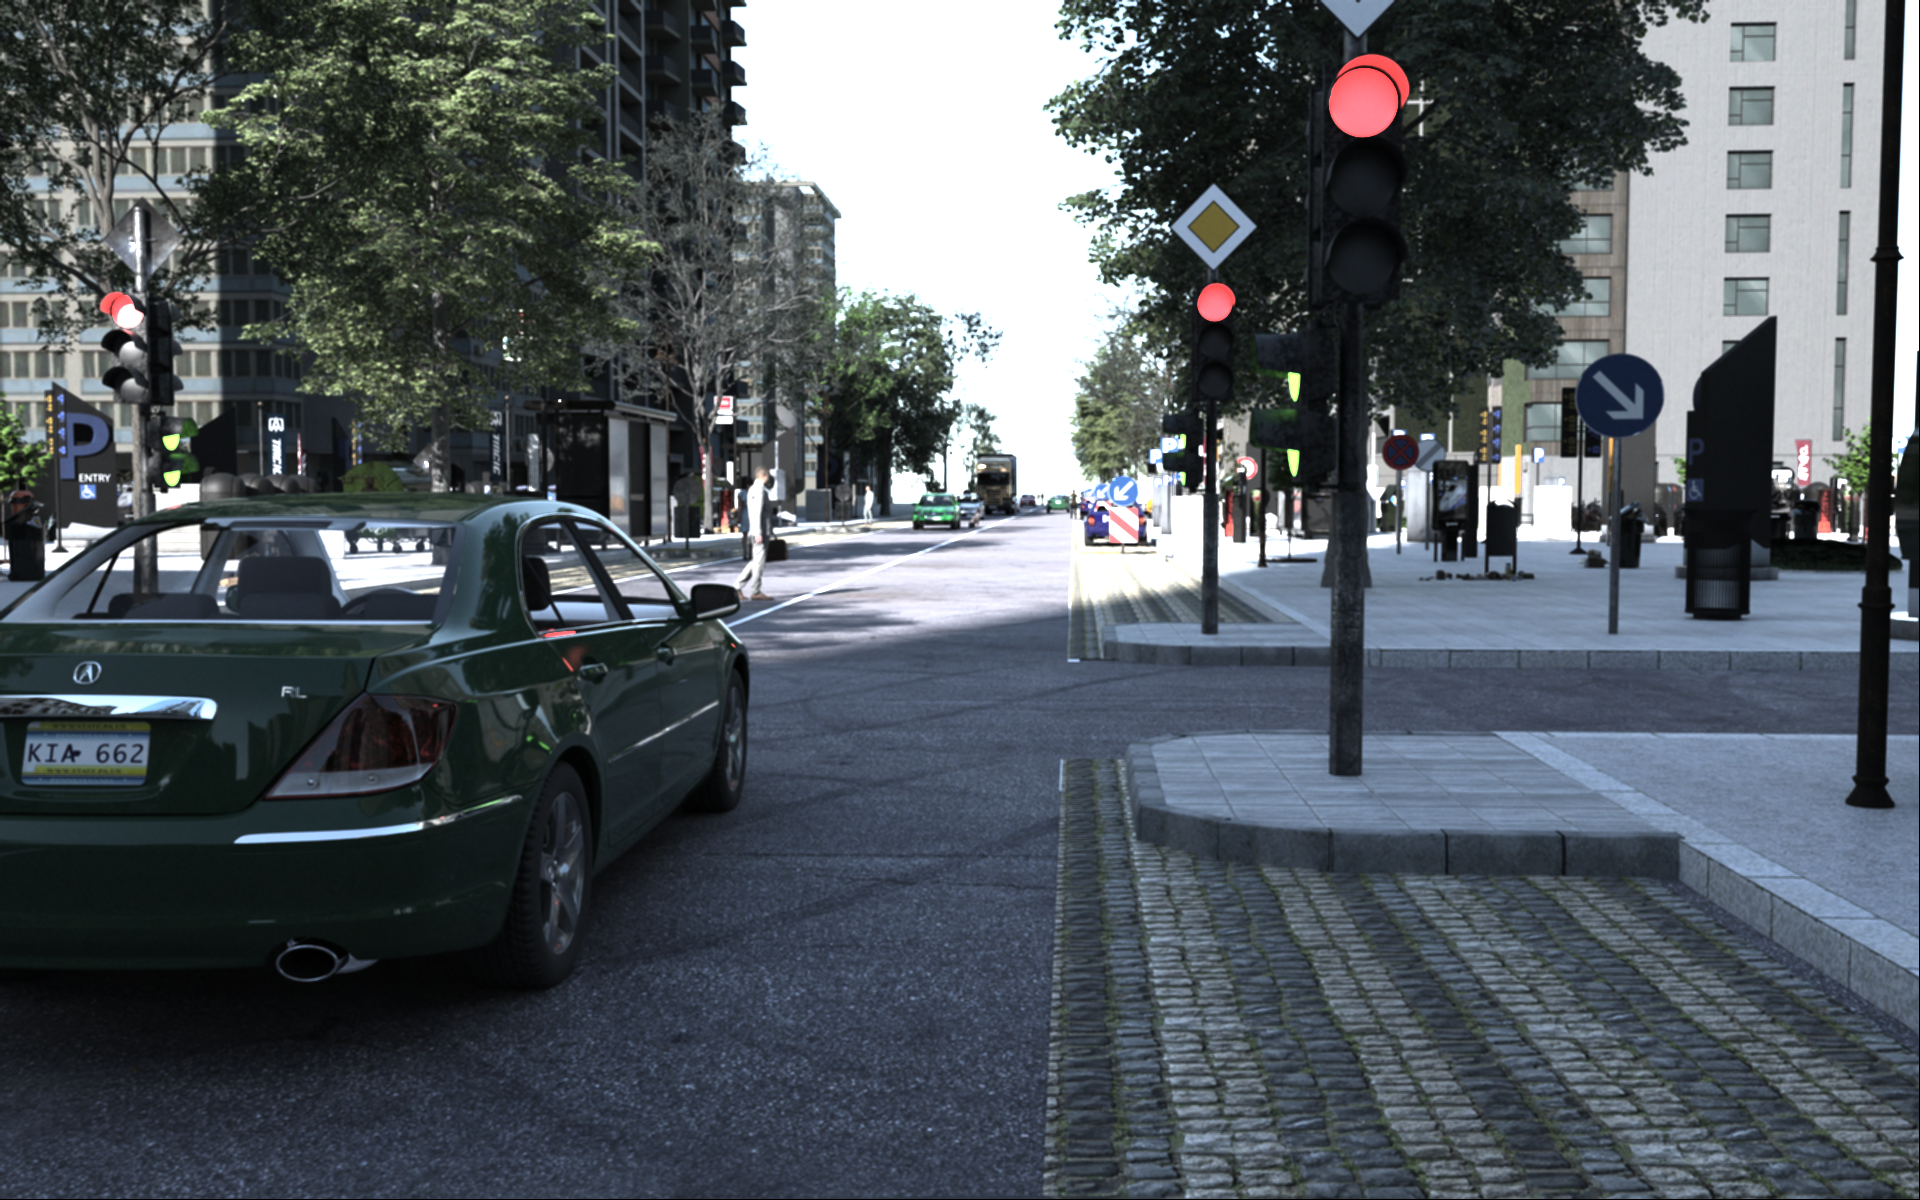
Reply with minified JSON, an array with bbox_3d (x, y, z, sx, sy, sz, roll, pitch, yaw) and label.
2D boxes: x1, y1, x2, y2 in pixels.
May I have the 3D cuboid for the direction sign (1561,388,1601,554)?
[{"bbox_3d":[13.235,-2.749,36.950,0.876,3.537,0.379,0,4,-6],"label":"direction sign"}]

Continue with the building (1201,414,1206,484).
[{"bbox_3d":[44.220,-35.368,232.888,22.147,44.769,28.867,0,4,4],"label":"building"}]

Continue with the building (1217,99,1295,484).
[{"bbox_3d":[41.557,-35.656,206.669,21.300,48.544,21.600,0,4,4],"label":"building"}]

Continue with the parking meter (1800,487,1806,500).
[{"bbox_3d":[29.685,-3.224,61.127,0.372,1.533,0.369,0,3,0],"label":"parking meter"}]

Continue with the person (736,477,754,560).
[{"bbox_3d":[-4.535,-1.770,37.530,0.616,1.811,0.778,0,4,-2],"label":"person"}]

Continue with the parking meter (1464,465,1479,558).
[{"bbox_3d":[10.372,-1.799,35.122,0.255,1.863,0.399,1,4,17],"label":"parking meter"}]

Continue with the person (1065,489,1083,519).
[{"bbox_3d":[6.651,-5.595,100.692,1.217,1.735,0.721,1,4,23],"label":"person"}]

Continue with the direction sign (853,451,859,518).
[{"bbox_3d":[-5.479,-6.063,91.125,0.379,3.537,0.876,1,4,14],"label":"direction sign"}]

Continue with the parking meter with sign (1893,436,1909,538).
[{"bbox_3d":[27.834,-3.345,50.954,0.543,3.016,1.738,1,4,12],"label":"parking meter with sign"}]

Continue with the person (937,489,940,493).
[{"bbox_3d":[-1.363,-5.963,106.544,0.990,1.755,0.434,-3,5,-43],"label":"person"}]

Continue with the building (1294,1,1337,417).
[{"bbox_3d":[36.975,-36.298,135.479,21.231,58.520,28.212,0,4,4],"label":"building"}]

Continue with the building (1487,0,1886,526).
[{"bbox_3d":[30.714,-18.632,76.334,14.160,30.474,14.107,0,4,4],"label":"building"}]

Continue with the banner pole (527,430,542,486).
[{"bbox_3d":[-16.597,-4.749,67.670,0.863,3.779,0.401,-1,4,-22],"label":"banner pole"}]

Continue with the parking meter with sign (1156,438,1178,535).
[{"bbox_3d":[6.566,-3.572,54.656,0.543,3.016,1.738,0,4,5],"label":"parking meter with sign"}]

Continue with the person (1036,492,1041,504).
[{"bbox_3d":[11.152,-14.487,246.178,1.217,1.723,0.721,0,4,7],"label":"person"}]

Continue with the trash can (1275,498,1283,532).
[{"bbox_3d":[11.161,-2.917,59.351,0.748,1.137,0.748,0,3,0],"label":"trash can"}]

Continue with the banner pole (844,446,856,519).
[{"bbox_3d":[-5.718,-6.065,89.181,0.401,3.779,0.863,3,4,37],"label":"banner pole"}]

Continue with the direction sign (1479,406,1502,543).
[{"bbox_3d":[13.741,-3.239,44.959,0.379,3.537,0.876,-1,4,-19],"label":"direction sign"}]

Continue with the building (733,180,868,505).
[{"bbox_3d":[-27.537,-31.265,203.068,32.217,40.220,23.993,0,4,4],"label":"building"}]

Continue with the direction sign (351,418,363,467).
[{"bbox_3d":[-17.961,-3.647,51.631,0.379,3.537,0.876,-3,4,-37],"label":"direction sign"}]

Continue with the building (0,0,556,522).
[{"bbox_3d":[-32.961,-23.733,79.919,32.217,40.220,23.993,0,4,4],"label":"building"}]

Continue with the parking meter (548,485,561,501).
[{"bbox_3d":[-11.046,-2.372,47.195,0.372,1.533,0.369,0,3,0],"label":"parking meter"}]

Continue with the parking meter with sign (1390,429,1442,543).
[{"bbox_3d":[12.304,-3.055,46.211,0.543,3.016,1.738,-2,4,-34],"label":"parking meter with sign"}]

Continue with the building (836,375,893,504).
[{"bbox_3d":[-24.149,-23.567,230.362,27.650,21.520,28.899,0,4,4],"label":"building"}]

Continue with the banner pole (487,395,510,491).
[{"bbox_3d":[-11.613,-3.294,43.872,0.401,3.779,0.863,2,4,34],"label":"banner pole"}]

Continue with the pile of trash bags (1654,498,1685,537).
[{"bbox_3d":[22.169,-2.598,52.236,3.447,1.369,1.912,2,4,28],"label":"pile of trash bags"}]

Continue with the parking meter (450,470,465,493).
[{"bbox_3d":[-12.041,-2.182,41.387,0.399,1.863,0.255,1,4,20],"label":"parking meter"}]

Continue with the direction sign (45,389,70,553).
[{"bbox_3d":[-19.629,-2.793,37.665,0.876,3.537,0.379,3,4,37],"label":"direction sign"}]

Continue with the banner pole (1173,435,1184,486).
[{"bbox_3d":[8.286,-4.633,65.770,0.401,3.779,0.863,-2,4,-35],"label":"banner pole"}]

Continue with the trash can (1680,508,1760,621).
[{"bbox_3d":[7.776,-0.373,17.756,0.748,1.137,0.748,0,3,0],"label":"trash can"}]

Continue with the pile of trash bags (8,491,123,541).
[{"bbox_3d":[-23.984,-2.267,46.811,1.912,1.369,3.447,2,4,28],"label":"pile of trash bags"}]

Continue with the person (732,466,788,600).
[{"bbox_3d":[-2.694,-0.903,23.385,0.853,1.813,0.709,-1,4,-18],"label":"person"}]

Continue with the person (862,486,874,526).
[{"bbox_3d":[-4.123,-4.256,78.187,0.391,1.810,0.635,-3,5,-41],"label":"person"}]

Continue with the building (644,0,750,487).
[{"bbox_3d":[-27.909,-28.948,127.917,22.147,44.769,28.867,0,4,4],"label":"building"}]

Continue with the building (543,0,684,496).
[{"bbox_3d":[-27.684,-40.599,102.038,20.563,71.187,20.611,0,4,4],"label":"building"}]

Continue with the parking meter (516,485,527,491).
[{"bbox_3d":[-12.756,-2.574,50.504,0.372,1.533,0.369,0,3,0],"label":"parking meter"}]

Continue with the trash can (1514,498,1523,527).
[{"bbox_3d":[21.379,-3.381,66.937,0.748,1.137,0.748,0,3,0],"label":"trash can"}]

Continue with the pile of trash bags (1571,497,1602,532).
[{"bbox_3d":[21.332,-3.121,60.788,1.912,1.369,3.447,0,4,-1],"label":"pile of trash bags"}]

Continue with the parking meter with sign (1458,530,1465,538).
[{"bbox_3d":[14.207,-3.320,50.543,1.738,3.016,0.543,-2,4,-34],"label":"parking meter with sign"}]

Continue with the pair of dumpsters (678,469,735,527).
[{"bbox_3d":[-9.838,-3.933,66.803,1.574,2.255,4.437,0,4,4],"label":"pair of dumpsters"}]

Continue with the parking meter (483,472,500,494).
[{"bbox_3d":[-12.311,-2.434,45.503,0.399,1.863,0.255,2,4,31],"label":"parking meter"}]

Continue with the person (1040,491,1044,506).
[{"bbox_3d":[10.080,-12.480,212.560,0.705,1.823,1.348,-1,4,-19],"label":"person"}]

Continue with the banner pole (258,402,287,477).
[{"bbox_3d":[-18.754,-3.495,47.155,0.863,3.779,0.401,-2,4,-28],"label":"banner pole"}]

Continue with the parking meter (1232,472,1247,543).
[{"bbox_3d":[7.276,-2.407,45.073,0.255,1.863,0.399,2,4,32],"label":"parking meter"}]

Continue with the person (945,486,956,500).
[{"bbox_3d":[-0.509,-4.614,84.038,0.694,1.812,0.767,-1,4,-20],"label":"person"}]

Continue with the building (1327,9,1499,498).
[{"bbox_3d":[35.178,-41.098,110.196,20.563,71.187,20.611,0,4,4],"label":"building"}]

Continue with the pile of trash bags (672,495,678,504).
[{"bbox_3d":[-13.318,-4.132,77.306,1.912,1.369,3.447,0,4,1],"label":"pile of trash bags"}]
